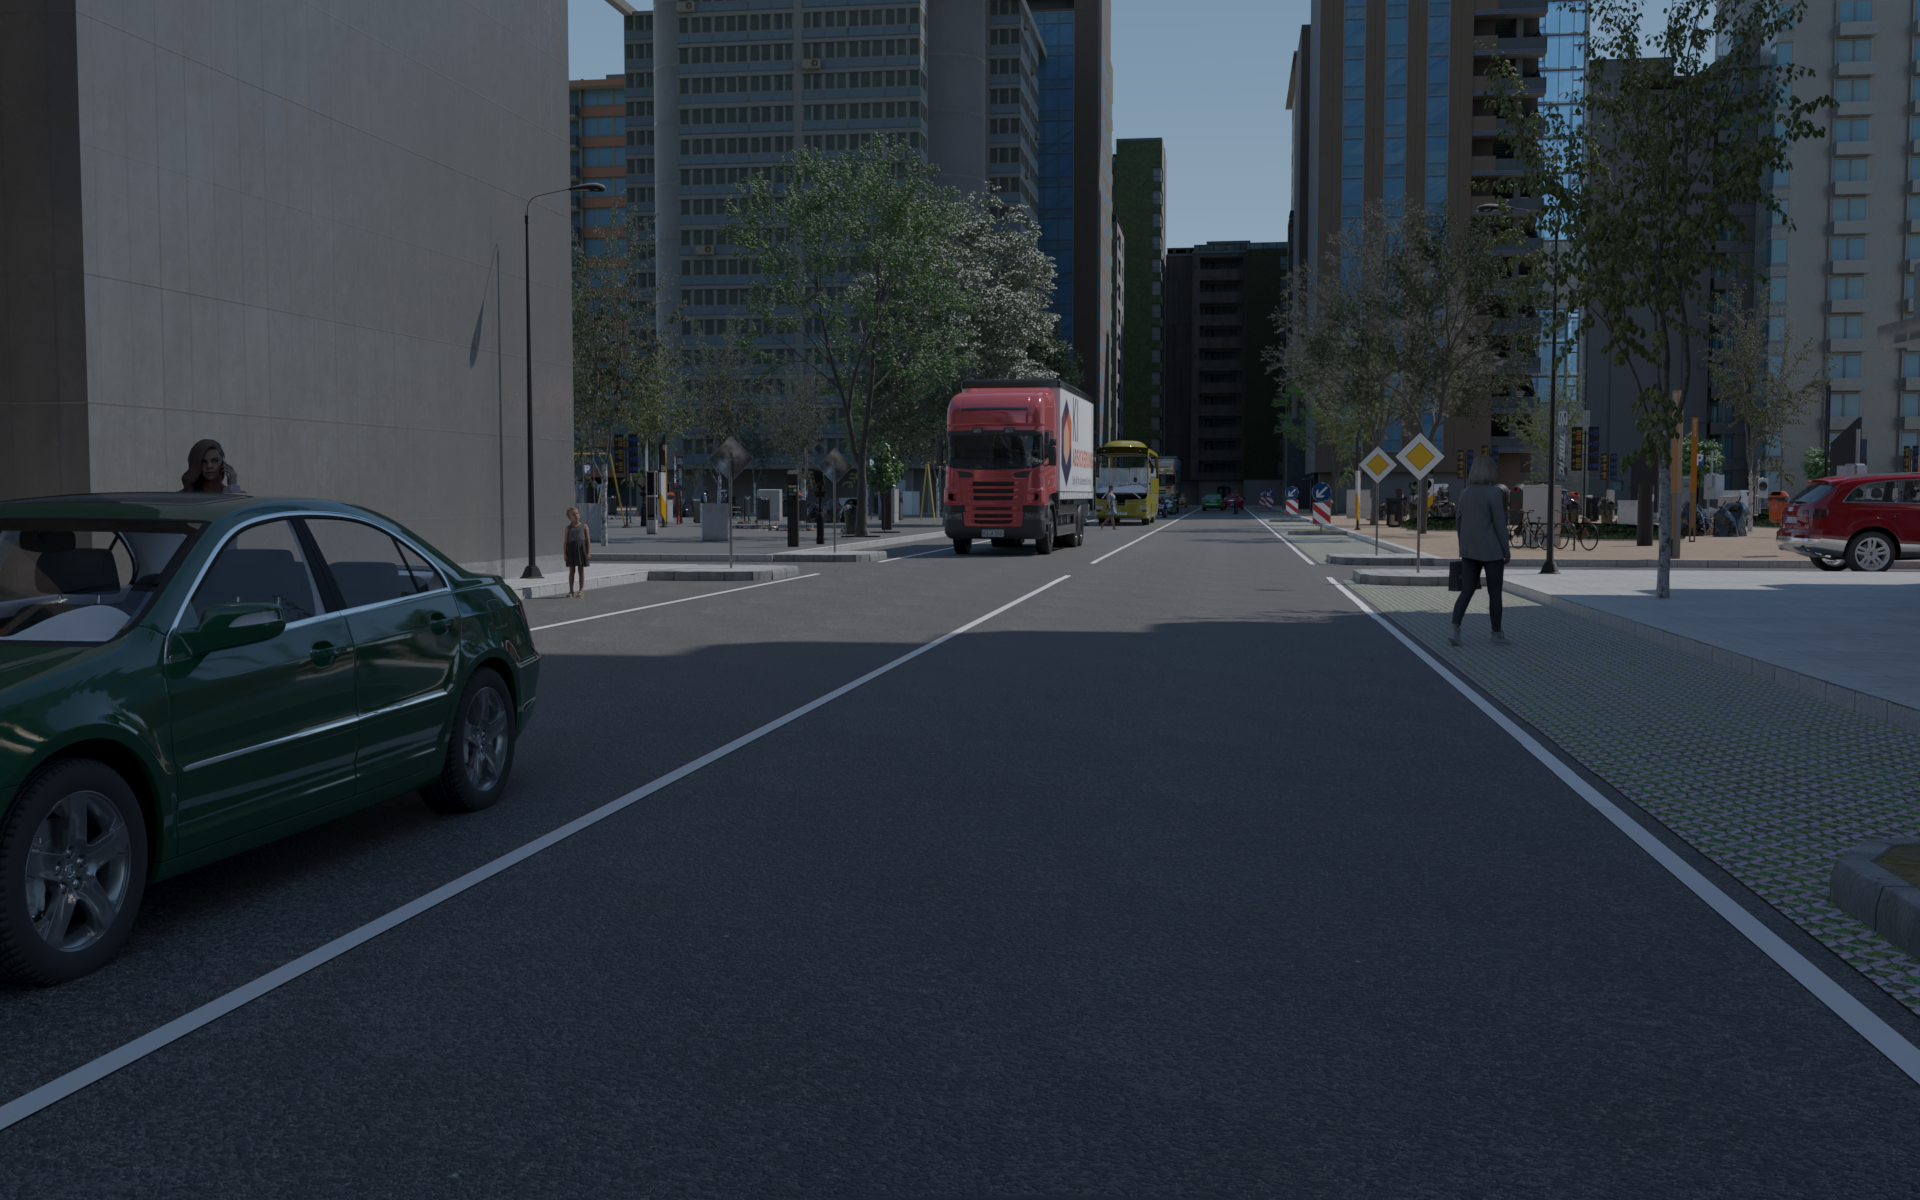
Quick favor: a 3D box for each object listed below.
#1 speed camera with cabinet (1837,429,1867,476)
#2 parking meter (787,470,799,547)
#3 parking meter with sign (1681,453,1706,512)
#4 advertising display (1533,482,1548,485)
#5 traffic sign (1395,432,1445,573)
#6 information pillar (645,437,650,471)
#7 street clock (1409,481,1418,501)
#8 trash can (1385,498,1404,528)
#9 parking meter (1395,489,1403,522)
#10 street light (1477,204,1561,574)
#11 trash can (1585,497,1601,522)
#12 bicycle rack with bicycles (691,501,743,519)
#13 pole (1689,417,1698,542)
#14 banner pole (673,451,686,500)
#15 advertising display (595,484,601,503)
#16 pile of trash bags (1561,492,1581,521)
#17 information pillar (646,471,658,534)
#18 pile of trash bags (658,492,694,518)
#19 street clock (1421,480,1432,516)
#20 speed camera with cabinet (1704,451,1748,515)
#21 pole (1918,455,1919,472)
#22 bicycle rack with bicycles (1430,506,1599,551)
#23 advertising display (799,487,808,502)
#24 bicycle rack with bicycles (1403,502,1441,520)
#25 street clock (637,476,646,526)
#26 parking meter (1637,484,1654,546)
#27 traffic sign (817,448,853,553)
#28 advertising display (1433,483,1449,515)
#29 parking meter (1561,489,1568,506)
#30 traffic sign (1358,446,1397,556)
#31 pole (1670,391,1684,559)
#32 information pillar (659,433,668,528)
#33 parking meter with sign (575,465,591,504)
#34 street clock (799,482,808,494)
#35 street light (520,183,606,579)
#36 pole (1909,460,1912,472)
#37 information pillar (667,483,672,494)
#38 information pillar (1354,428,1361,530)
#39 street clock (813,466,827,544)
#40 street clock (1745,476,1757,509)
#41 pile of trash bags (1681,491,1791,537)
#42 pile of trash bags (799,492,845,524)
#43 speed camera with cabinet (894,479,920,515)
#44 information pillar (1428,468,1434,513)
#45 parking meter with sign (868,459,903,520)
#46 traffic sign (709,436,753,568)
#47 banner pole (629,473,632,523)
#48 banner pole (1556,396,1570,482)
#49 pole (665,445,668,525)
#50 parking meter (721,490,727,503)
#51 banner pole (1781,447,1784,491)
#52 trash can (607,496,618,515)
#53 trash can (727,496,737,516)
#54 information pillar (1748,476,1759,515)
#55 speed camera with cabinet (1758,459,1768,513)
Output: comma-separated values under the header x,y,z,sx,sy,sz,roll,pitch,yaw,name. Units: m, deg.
x,y,z,sx,sy,sz,roll,pitch,yaw,name
27.918,-3.607,53.305,2.038,3.252,0.660,-2,4,-24,speed camera with cabinet
-4.048,-2.221,42.027,0.255,1.863,0.399,0,4,0,parking meter
30.741,-4.728,73.569,1.738,3.016,0.543,-1,4,-18,parking meter with sign
30.874,-5.293,91.752,0.974,1.923,0.123,0,4,7,advertising display
7.449,-1.497,28.111,0.795,2.450,0.064,1,4,9,traffic sign
-12.871,-4.900,71.463,0.183,3.616,0.504,-1,4,-23,information pillar
25.756,-5.742,98.449,0.471,2.002,0.358,-1,4,-17,street clock
16.712,-3.362,66.614,0.748,1.137,0.748,0,3,0,trash can
20.522,-4.437,80.962,0.372,1.533,0.369,0,3,0,parking meter
8.971,-3.381,27.827,1.470,5.913,1.316,1,4,9,street light
29.345,-4.202,80.363,0.748,1.137,0.748,0,3,0,trash can
-12.334,-4.669,89.721,2.925,0.926,2.852,-3,5,-41,bicycle rack with bicycles
19.555,-3.201,46.171,0.158,3.312,0.155,0,3,0,pole
-16.218,-6.795,101.120,0.401,3.779,0.863,3,5,39,banner pole
-22.314,-6.227,107.024,0.123,1.923,0.974,0,4,8,advertising display
26.326,-4.116,77.056,3.447,1.369,1.912,-2,4,-32,pile of trash bags
-9.823,-3.103,55.227,0.304,2.012,0.304,0,4,5,information pillar
-15.804,-5.248,95.550,1.912,1.369,3.447,-1,4,-17,pile of trash bags
22.918,-4.928,85.147,0.471,2.002,0.358,0,4,2,street clock
34.700,-5.142,78.403,0.660,3.252,2.038,-2,4,-25,speed camera with cabinet
49.789,-5.878,89.942,0.158,3.312,0.155,0,3,0,pole
12.920,-1.628,39.994,2.852,0.926,2.925,-1,4,-13,bicycle rack with bicycles
-10.448,-6.655,114.030,0.974,1.923,0.123,-2,4,-28,advertising display
22.489,-4.301,83.704,2.852,0.926,2.925,0,4,1,bicycle rack with bicycles
-12.576,-3.930,68.827,0.471,2.002,0.358,2,4,28,street clock
16.926,-2.101,42.769,0.372,1.533,0.369,0,3,0,parking meter
-2.735,-2.088,37.783,0.795,2.450,0.064,1,4,9,traffic sign
28.408,-5.942,102.365,0.974,1.923,0.123,0,4,-7,advertising display
27.566,-4.321,79.063,0.372,1.533,0.369,0,3,0,parking meter
8.671,-1.979,36.003,0.795,2.450,0.064,1,4,9,traffic sign
14.160,-2.471,34.243,0.158,3.312,0.155,0,3,0,pole
-11.393,-4.586,66.336,0.183,3.616,0.504,1,4,12,information pillar
-22.672,-6.505,102.615,1.738,3.016,0.543,3,4,36,parking meter with sign
-8.899,-5.737,98.362,0.471,2.002,0.358,2,4,27,street clock
-5.983,-3.276,26.110,1.470,5.913,1.316,1,4,9,street light
56.831,-6.719,103.693,0.158,3.312,0.155,0,3,0,pole
-18.645,-6.508,110.902,0.304,2.012,0.304,1,4,10,information pillar
14.148,-4.295,61.581,0.183,3.616,0.504,1,4,22,information pillar
-3.567,-2.425,44.212,0.358,2.002,0.471,0,4,5,street clock
32.330,-4.052,70.817,0.471,2.002,0.358,-2,4,-33,street clock
23.283,-2.594,52.169,1.912,1.369,3.447,-3,4,-37,pile of trash bags
-6.136,-4.070,76.301,1.912,1.369,3.447,3,5,44,pile of trash bags
-3.306,-6.798,105.480,0.660,3.252,2.038,-3,5,-41,speed camera with cabinet
25.284,-6.244,93.446,0.504,3.616,0.183,0,4,1,information pillar
-3.646,-5.449,85.349,1.738,3.016,0.543,2,4,24,parking meter with sign
-3.957,-1.605,29.891,0.795,2.450,0.064,1,4,9,traffic sign
-14.415,-5.248,75.819,0.401,3.779,0.863,0,4,-4,banner pole
14.989,-3.266,43.410,0.401,3.779,0.863,-1,4,-16,banner pole
-12.267,-4.775,71.906,0.158,3.312,0.155,0,3,0,pole
-13.386,-5.476,97.951,0.372,1.533,0.369,0,3,0,parking meter
44.051,-6.292,92.883,0.401,3.779,0.863,1,4,23,banner pole
-21.517,-5.835,107.049,0.748,1.137,0.748,0,3,0,trash can
-13.607,-5.562,102.599,0.748,1.137,0.748,0,3,0,trash can
32.720,-4.094,71.435,0.304,2.012,0.304,3,5,45,information pillar
44.979,-6.384,98.713,2.038,3.252,0.660,-1,4,-10,speed camera with cabinet
